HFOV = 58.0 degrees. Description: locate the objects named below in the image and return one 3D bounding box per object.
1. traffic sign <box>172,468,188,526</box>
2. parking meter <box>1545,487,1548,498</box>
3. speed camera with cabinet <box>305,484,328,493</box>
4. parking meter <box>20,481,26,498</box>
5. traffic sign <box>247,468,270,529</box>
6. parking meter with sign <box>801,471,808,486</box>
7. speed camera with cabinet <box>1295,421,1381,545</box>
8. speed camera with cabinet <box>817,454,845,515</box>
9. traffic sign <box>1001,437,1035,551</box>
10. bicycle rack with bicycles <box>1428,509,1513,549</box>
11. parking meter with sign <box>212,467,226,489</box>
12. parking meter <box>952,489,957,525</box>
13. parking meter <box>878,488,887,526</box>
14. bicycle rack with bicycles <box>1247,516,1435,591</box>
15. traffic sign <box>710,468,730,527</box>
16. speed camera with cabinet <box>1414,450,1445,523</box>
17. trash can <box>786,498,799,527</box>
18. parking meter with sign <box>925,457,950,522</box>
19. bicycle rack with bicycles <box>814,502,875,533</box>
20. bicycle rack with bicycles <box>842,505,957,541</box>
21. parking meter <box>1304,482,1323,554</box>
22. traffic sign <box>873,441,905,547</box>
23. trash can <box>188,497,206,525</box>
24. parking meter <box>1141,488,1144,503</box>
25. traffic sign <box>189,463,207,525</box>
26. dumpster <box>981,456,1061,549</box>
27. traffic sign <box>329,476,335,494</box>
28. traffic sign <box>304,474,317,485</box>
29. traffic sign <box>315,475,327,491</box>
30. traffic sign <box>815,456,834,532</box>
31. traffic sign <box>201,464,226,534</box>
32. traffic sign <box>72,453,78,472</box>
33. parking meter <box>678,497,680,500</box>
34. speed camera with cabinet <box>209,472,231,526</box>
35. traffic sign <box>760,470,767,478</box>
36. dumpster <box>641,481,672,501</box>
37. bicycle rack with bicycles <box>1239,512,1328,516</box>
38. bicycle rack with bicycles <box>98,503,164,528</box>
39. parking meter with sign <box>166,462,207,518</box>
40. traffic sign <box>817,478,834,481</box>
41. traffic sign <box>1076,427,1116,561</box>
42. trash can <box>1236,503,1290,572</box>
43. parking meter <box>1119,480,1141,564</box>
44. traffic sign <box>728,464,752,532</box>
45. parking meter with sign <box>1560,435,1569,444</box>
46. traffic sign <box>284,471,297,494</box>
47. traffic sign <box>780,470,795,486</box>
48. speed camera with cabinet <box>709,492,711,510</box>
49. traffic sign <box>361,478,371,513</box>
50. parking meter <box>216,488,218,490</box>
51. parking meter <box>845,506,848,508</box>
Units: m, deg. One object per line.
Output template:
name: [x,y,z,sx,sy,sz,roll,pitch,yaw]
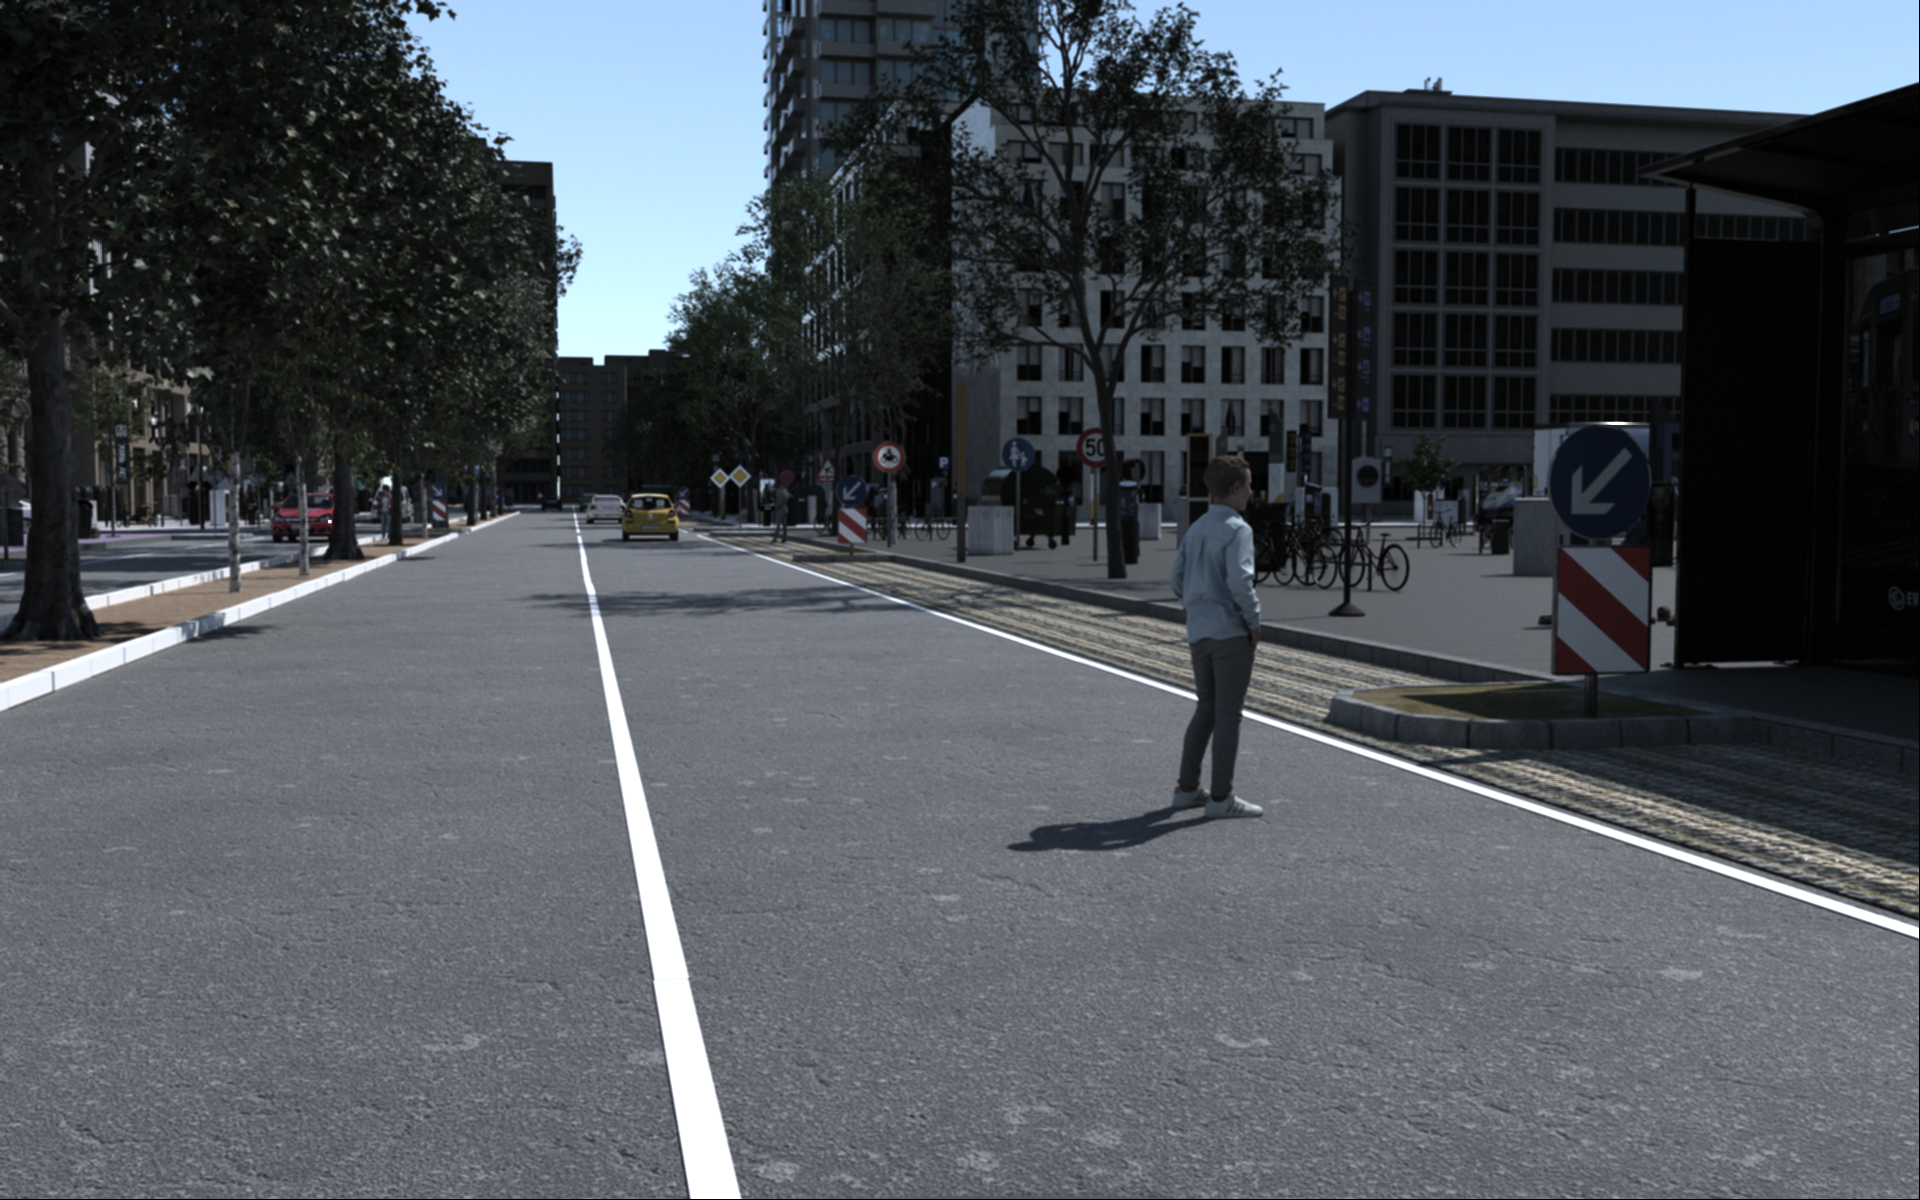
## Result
traffic sign: [-30.793,-4.055,68.435,0.606,2.300,0.079,0,4,-7]
parking meter: [15.214,-2.209,44.534,0.372,1.533,0.369,0,3,0]
speed camera with cabinet: [-40.690,-6.984,108.521,2.038,3.252,0.660,0,4,-3]
parking meter: [-41.372,-4.316,76.284,0.399,1.863,0.255,1,4,18]
traffic sign: [-25.451,-3.622,62.863,0.795,2.450,0.064,-1,4,-13]
parking meter with sign: [-11.953,-8.311,132.143,0.543,3.016,1.738,0,4,1]
speed camera with cabinet: [9.519,-3.015,43.636,2.038,3.252,0.660,0,4,-1]
speed camera with cabinet: [-6.354,-5.552,85.117,0.660,3.252,2.038,-2,4,-31]
traffic sign: [1.305,-2.374,38.927,0.768,2.556,0.104,0,4,-7]
bicycle rack with bicycles: [12.224,-1.697,41.123,2.852,0.926,2.925,2,4,34]
parking meter with sign: [-47.948,-7.066,111.795,0.543,3.016,1.738,0,4,6]
parking meter: [-0.150,-3.827,70.990,0.372,1.533,0.369,0,3,0]
parking meter: [-3.147,-3.799,70.530,0.372,1.533,0.369,0,3,0]
bicycle rack with bicycles: [4.430,-0.634,23.748,2.852,0.926,2.925,-1,4,-15]
traffic sign: [-9.206,-3.843,66.480,0.795,2.450,0.064,-1,4,-13]
speed camera with cabinet: [20.993,-5.080,77.393,0.660,3.252,2.038,3,4,38]
trash can: [-6.729,-3.485,68.639,0.748,1.137,0.748,0,3,0]
parking meter with sign: [-1.079,-5.142,80.333,0.543,3.016,1.738,2,4,25]
bicycle rack with bicycles: [-3.071,-2.639,56.525,2.852,0.926,2.925,-3,4,-36]
bicycle rack with bicycles: [-1.392,-2.145,48.450,2.852,0.926,2.925,2,4,27]
parking meter: [7.531,-1.743,36.915,0.372,1.533,0.369,0,3,0]
traffic sign: [-1.705,-2.541,41.647,0.768,2.556,0.104,0,4,-7]
trash can: [-32.058,-3.738,72.764,0.748,1.137,0.748,0,3,0]
parking meter: [7.265,-3.771,70.073,0.372,1.533,0.369,0,3,0]
traffic sign: [-31.407,-4.373,71.498,0.884,2.594,0.081,-1,4,-9]
dumpster: [1.453,-2.347,40.867,1.502,2.255,1.985,-1,4,-13]
traffic sign: [-41.520,-7.026,114.978,0.768,2.556,0.104,0,4,-4]
traffic sign: [-39.351,-6.411,104.924,0.768,2.556,0.104,0,4,-7]
traffic sign: [-43.407,-7.187,117.621,0.768,2.556,0.104,-1,4,-11]
traffic sign: [-4.465,-3.584,58.599,0.884,2.594,0.081,0,4,-4]
traffic sign: [-23.700,-3.146,55.071,0.795,2.450,0.064,-1,4,-13]
traffic sign: [-25.313,-2.984,48.897,0.768,2.556,0.104,-1,4,-12]
parking meter: [-21.343,-7.562,132.045,0.372,1.533,0.369,0,3,0]
speed camera with cabinet: [-29.920,-4.644,70.272,0.660,3.252,2.038,-1,4,-11]
traffic sign: [-10.459,-5.529,90.503,0.768,2.556,0.104,0,4,-4]
dumpster: [-19.463,-6.490,111.070,1.985,2.255,1.502,-1,4,-14]
bicycle rack with bicycles: [6.846,-1.320,34.971,2.852,0.926,2.925,-2,4,-27]
bicycle rack with bicycles: [-32.157,-3.304,67.395,2.852,0.926,2.925,-1,4,-22]
parking meter with sign: [-41.979,-5.969,93.850,1.738,3.016,0.543,-3,5,-45]
traffic sign: [-5.554,-4.452,72.787,0.884,2.594,0.081,0,4,-3]
traffic sign: [2.601,-2.024,33.193,0.768,2.556,0.104,0,4,-4]
trash can: [5.103,-1.047,28.765,0.748,1.137,0.748,0,3,0]
parking meter: [3.081,-1.430,31.793,0.372,1.533,0.369,0,3,0]
traffic sign: [-7.455,-3.367,58.689,0.795,2.450,0.064,-1,4,-13]
parking meter with sign: [18.317,-3.376,51.451,0.543,3.016,1.738,2,4,34]
traffic sign: [-37.632,-5.961,97.464,0.884,2.594,0.081,-1,4,-10]
traffic sign: [-9.007,-5.518,90.319,0.768,2.556,0.104,0,4,-7]
speed camera with cabinet: [-18.927,-8.656,135.867,2.038,3.252,0.660,0,4,-3]
traffic sign: [-40.973,-7.249,119.699,0.795,2.450,0.064,-1,4,-12]
parking meter: [-31.676,-4.027,74.257,0.372,1.533,0.369,0,3,0]
parking meter: [-5.926,-4.933,89.059,0.372,1.533,0.369,0,3,0]
